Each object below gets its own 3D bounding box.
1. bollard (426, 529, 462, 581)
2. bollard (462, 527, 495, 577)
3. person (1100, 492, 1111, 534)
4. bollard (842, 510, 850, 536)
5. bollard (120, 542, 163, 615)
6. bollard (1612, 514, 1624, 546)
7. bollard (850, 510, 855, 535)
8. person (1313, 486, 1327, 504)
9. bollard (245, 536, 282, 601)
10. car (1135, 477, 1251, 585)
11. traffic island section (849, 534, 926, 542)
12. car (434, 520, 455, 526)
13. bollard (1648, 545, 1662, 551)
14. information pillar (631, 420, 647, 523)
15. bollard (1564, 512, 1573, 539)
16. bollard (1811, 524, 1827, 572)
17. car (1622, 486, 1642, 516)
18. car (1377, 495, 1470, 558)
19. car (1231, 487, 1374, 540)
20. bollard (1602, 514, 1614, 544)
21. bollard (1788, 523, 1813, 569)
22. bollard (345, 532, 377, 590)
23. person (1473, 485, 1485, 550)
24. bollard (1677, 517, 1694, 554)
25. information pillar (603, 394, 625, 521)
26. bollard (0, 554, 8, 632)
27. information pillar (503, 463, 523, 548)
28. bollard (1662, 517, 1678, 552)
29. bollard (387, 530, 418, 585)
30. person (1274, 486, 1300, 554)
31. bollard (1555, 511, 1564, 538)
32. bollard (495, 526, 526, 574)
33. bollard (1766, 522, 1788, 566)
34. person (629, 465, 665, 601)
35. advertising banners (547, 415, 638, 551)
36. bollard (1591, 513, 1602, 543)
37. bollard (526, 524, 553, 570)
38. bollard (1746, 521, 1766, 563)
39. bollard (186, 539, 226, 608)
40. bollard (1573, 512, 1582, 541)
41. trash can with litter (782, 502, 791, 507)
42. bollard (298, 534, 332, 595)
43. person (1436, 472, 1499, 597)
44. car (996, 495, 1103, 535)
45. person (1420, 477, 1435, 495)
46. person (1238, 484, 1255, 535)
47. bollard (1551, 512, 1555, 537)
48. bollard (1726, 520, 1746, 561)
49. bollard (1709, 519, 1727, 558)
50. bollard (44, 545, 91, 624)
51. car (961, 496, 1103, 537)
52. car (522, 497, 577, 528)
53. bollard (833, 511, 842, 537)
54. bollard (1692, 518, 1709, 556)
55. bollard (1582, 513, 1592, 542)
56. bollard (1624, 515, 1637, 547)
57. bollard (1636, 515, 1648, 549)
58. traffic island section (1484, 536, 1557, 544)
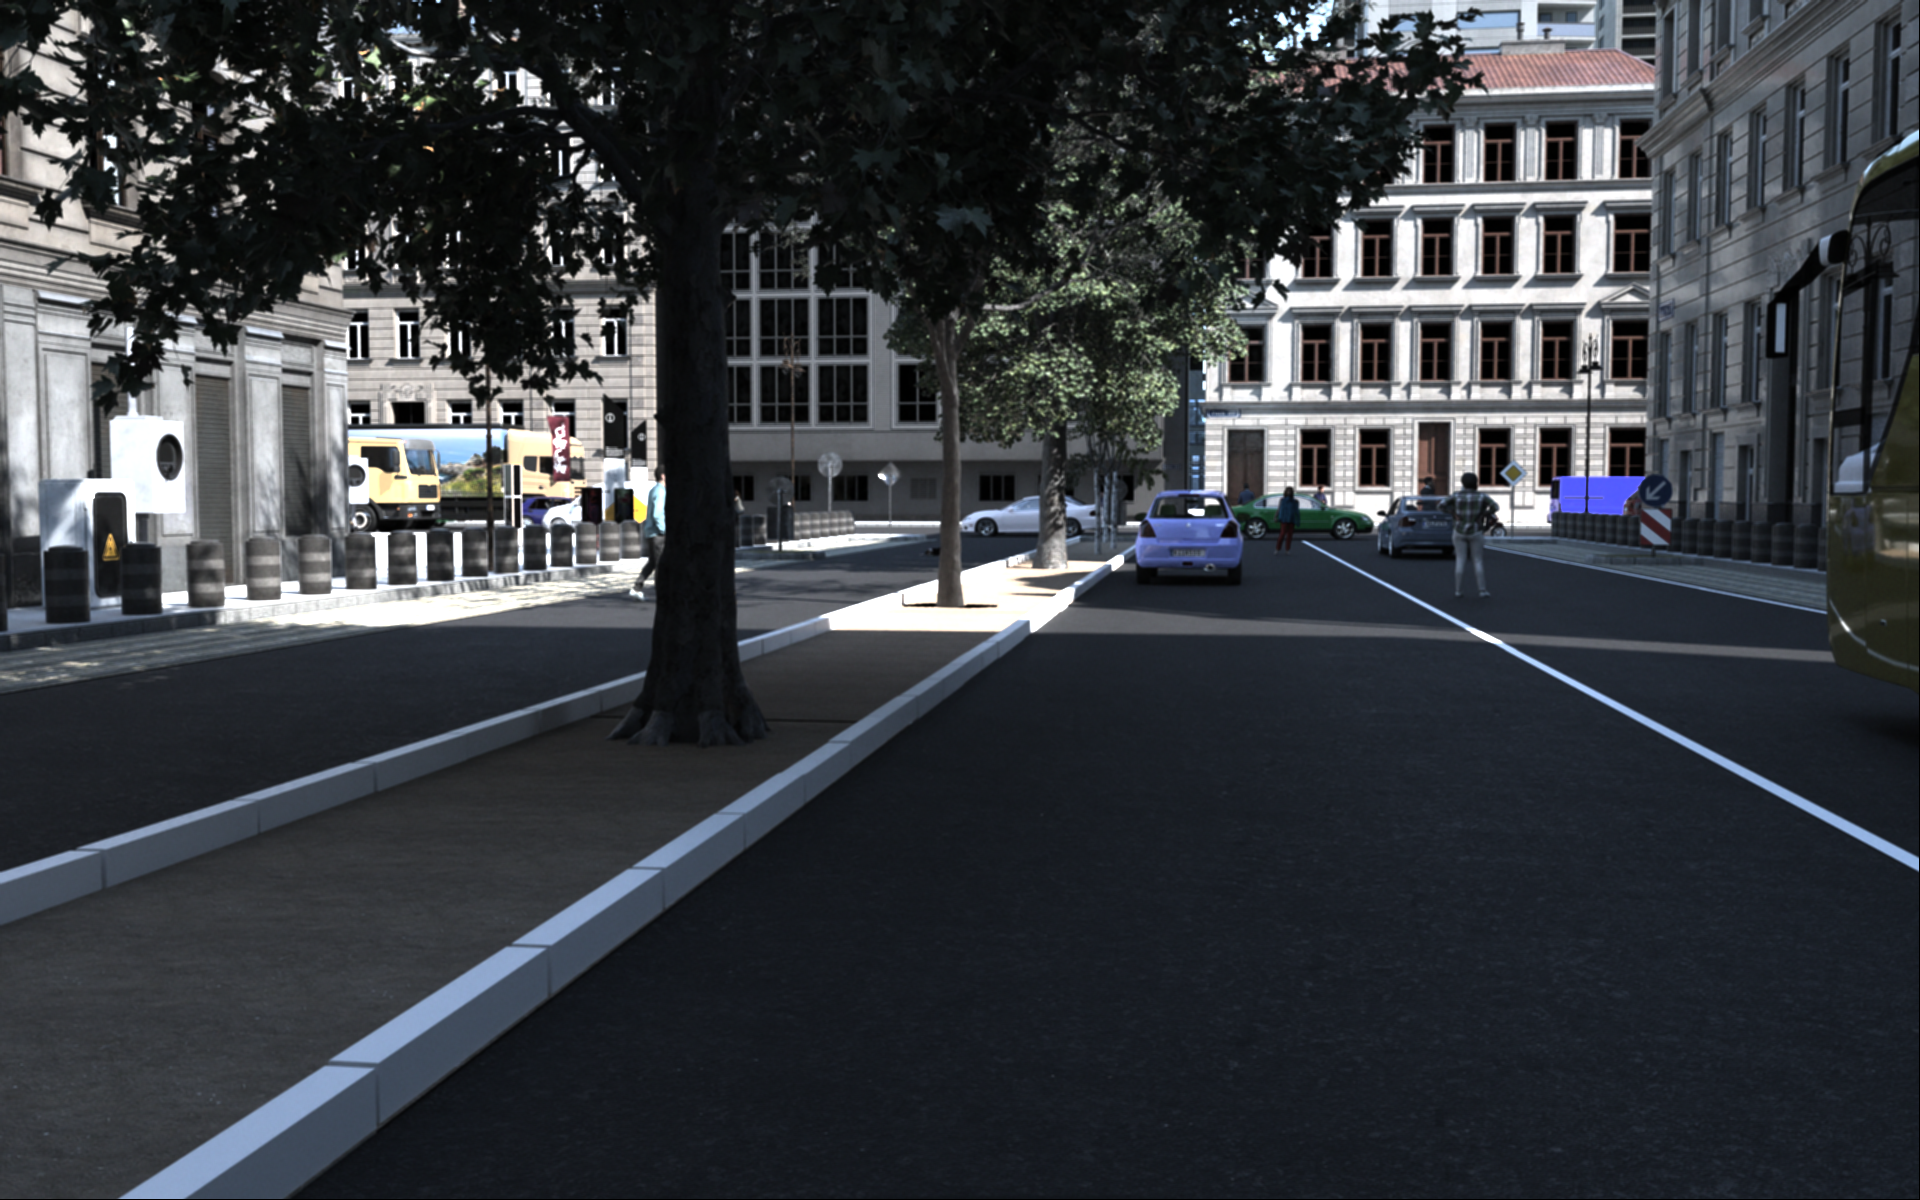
[{"bbox_3d":[-7.704,-0.670,25.676,0.404,0.777,0.398,0,3,0],"label":"bollard"},{"bbox_3d":[-7.531,-0.743,26.866,0.404,0.777,0.398,0,3,0],"label":"bollard"},{"bbox_3d":[5.095,-3.128,62.345,0.600,1.496,0.574,1,4,22],"label":"person"},{"bbox_3d":[-3.682,-2.352,53.172,0.404,0.777,0.398,0,3,0],"label":"bollard"},{"bbox_3d":[-8.755,-0.233,18.520,0.404,0.777,0.398,0,3,0],"label":"bollard"},{"bbox_3d":[16.554,-1.735,43.078,0.404,0.777,0.398,0,3,0],"label":"bollard"},{"bbox_3d":[-3.505,-2.426,54.380,0.404,0.777,0.398,0,3,0],"label":"bollard"},{"bbox_3d":[13.358,-3.362,64.176,0.576,1.737,0.504,-2,4,-33],"label":"person"},{"bbox_3d":[-8.408,-0.379,20.906,0.404,0.777,0.398,0,3,0],"label":"bollard"},{"bbox_3d":[3.853,-1.176,28.811,1.945,1.707,3.694,1,4,9],"label":"car"},{"bbox_3d":[-2.170,-1.901,53.370,2.009,0.180,2.903,1,4,8],"label":"traffic island section"},{"bbox_3d":[-24.739,-3.956,76.475,4.920,1.459,2.131,0,4,7],"label":"car"},{"bbox_3d":[16.023,-1.515,39.490,0.404,0.777,0.398,0,3,0],"label":"bollard"},{"bbox_3d":[-10.032,-3.848,54.262,0.504,3.616,0.183,0,4,-5],"label":"information pillar"},{"bbox_3d":[17.420,-2.099,49.037,0.404,0.777,0.398,0,3,0],"label":"bollard"},{"bbox_3d":[14.450,-0.856,28.715,0.404,0.777,0.398,0,3,0],"label":"bollard"},{"bbox_3d":[22.902,-2.690,52.661,5.304,1.827,2.281,1,4,10],"label":"car"},{"bbox_3d":[10.702,-1.712,39.999,2.014,1.417,4.499,1,4,8],"label":"car"},{"bbox_3d":[10.737,-2.828,55.034,4.718,1.807,1.959,0,4,6],"label":"car"},{"bbox_3d":[16.729,-1.807,44.266,0.404,0.777,0.398,0,3,0],"label":"bollard"},{"bbox_3d":[14.623,-0.929,29.904,0.404,0.777,0.398,0,3,0],"label":"bollard"},{"bbox_3d":[-8.057,-0.524,23.289,0.404,0.777,0.398,0,3,0],"label":"bollard"},{"bbox_3d":[13.282,-2.163,44.681,0.655,1.722,0.431,3,5,41],"label":"person"},{"bbox_3d":[15.676,-1.368,37.082,0.404,0.777,0.398,0,3,0],"label":"bollard"},{"bbox_3d":[-8.104,-3.007,40.525,0.504,3.616,0.183,-2,4,-29],"label":"information pillar"},{"bbox_3d":[-9.104,-0.086,16.124,0.404,0.777,0.398,0,3,0],"label":"bollard"},{"bbox_3d":[-10.648,-2.249,41.265,0.304,2.012,0.304,2,4,33],"label":"information pillar"},{"bbox_3d":[15.847,-1.442,38.289,0.404,0.777,0.398,0,3,0],"label":"bollard"},{"bbox_3d":[-7.882,-0.597,24.477,0.404,0.777,0.398,0,3,0],"label":"bollard"},{"bbox_3d":[7.772,-1.893,41.148,0.593,1.614,0.444,1,4,15],"label":"person"},{"bbox_3d":[17.590,-2.172,50.227,0.404,0.777,0.398,0,3,0],"label":"bollard"},{"bbox_3d":[-7.354,-0.816,28.064,0.404,0.777,0.398,0,3,0],"label":"bollard"},{"bbox_3d":[14.795,-1.002,31.093,0.404,0.777,0.398,0,3,0],"label":"bollard"},{"bbox_3d":[-4.098,-0.893,23.117,0.620,1.820,0.660,-2,4,-26],"label":"person"},{"bbox_3d":[-8.288,-2.625,39.114,2.074,3.025,0.090,-2,4,-29],"label":"advertising banners"},{"bbox_3d":[16.897,-1.880,45.456,0.404,0.777,0.398,0,3,0],"label":"bollard"},{"bbox_3d":[-7.183,-0.889,29.253,0.404,0.777,0.398,0,3,0],"label":"bollard"},{"bbox_3d":[14.971,-1.074,32.282,0.404,0.777,0.398,0,3,0],"label":"bollard"},{"bbox_3d":[-8.582,-0.305,19.709,0.404,0.777,0.398,0,3,0],"label":"bollard"},{"bbox_3d":[17.249,-2.026,47.837,0.404,0.777,0.398,0,3,0],"label":"bollard"},{"bbox_3d":[-7.933,-4.033,77.322,1.055,1.170,0.624,1,4,22],"label":"trash can with litter"},{"bbox_3d":[-8.231,-0.451,22.096,0.404,0.777,0.398,0,3,0],"label":"bollard"},{"bbox_3d":[7.098,-0.914,24.170,0.841,1.734,0.376,2,4,25],"label":"person"},{"bbox_3d":[2.830,-3.010,61.216,4.499,1.417,2.014,1,4,9],"label":"car"},{"bbox_3d":[12.862,-2.412,47.302,0.474,1.900,0.648,-2,4,-26],"label":"person"},{"bbox_3d":[10.181,-3.211,61.189,0.721,1.800,0.419,0,4,7],"label":"person"},{"bbox_3d":[17.774,-2.245,51.429,0.404,0.777,0.398,0,3,0],"label":"bollard"},{"bbox_3d":[15.154,-1.149,33.502,0.404,0.777,0.398,0,3,0],"label":"bollard"},{"bbox_3d":[15.324,-1.222,34.700,0.404,0.777,0.398,0,3,0],"label":"bollard"},{"bbox_3d":[-8.931,-0.159,17.321,0.404,0.777,0.398,0,3,0],"label":"bollard"},{"bbox_3d":[2.444,-2.822,58.495,4.827,1.381,2.083,0,4,8],"label":"car"},{"bbox_3d":[-14.472,-3.137,63.867,3.894,1.354,1.945,0,4,6],"label":"car"},{"bbox_3d":[-3.850,-2.279,51.983,0.404,0.777,0.398,0,3,0],"label":"bollard"},{"bbox_3d":[15.503,-1.295,35.891,0.404,0.777,0.398,0,3,0],"label":"bollard"},{"bbox_3d":[17.074,-1.953,46.648,0.404,0.777,0.398,0,3,0],"label":"bollard"},{"bbox_3d":[16.378,-1.662,41.889,0.404,0.777,0.398,0,3,0],"label":"bollard"},{"bbox_3d":[16.202,-1.589,40.692,0.404,0.777,0.398,0,3,0],"label":"bollard"},{"bbox_3d":[16.176,-1.738,50.689,2.009,0.180,2.903,1,4,8],"label":"traffic island section"}]
